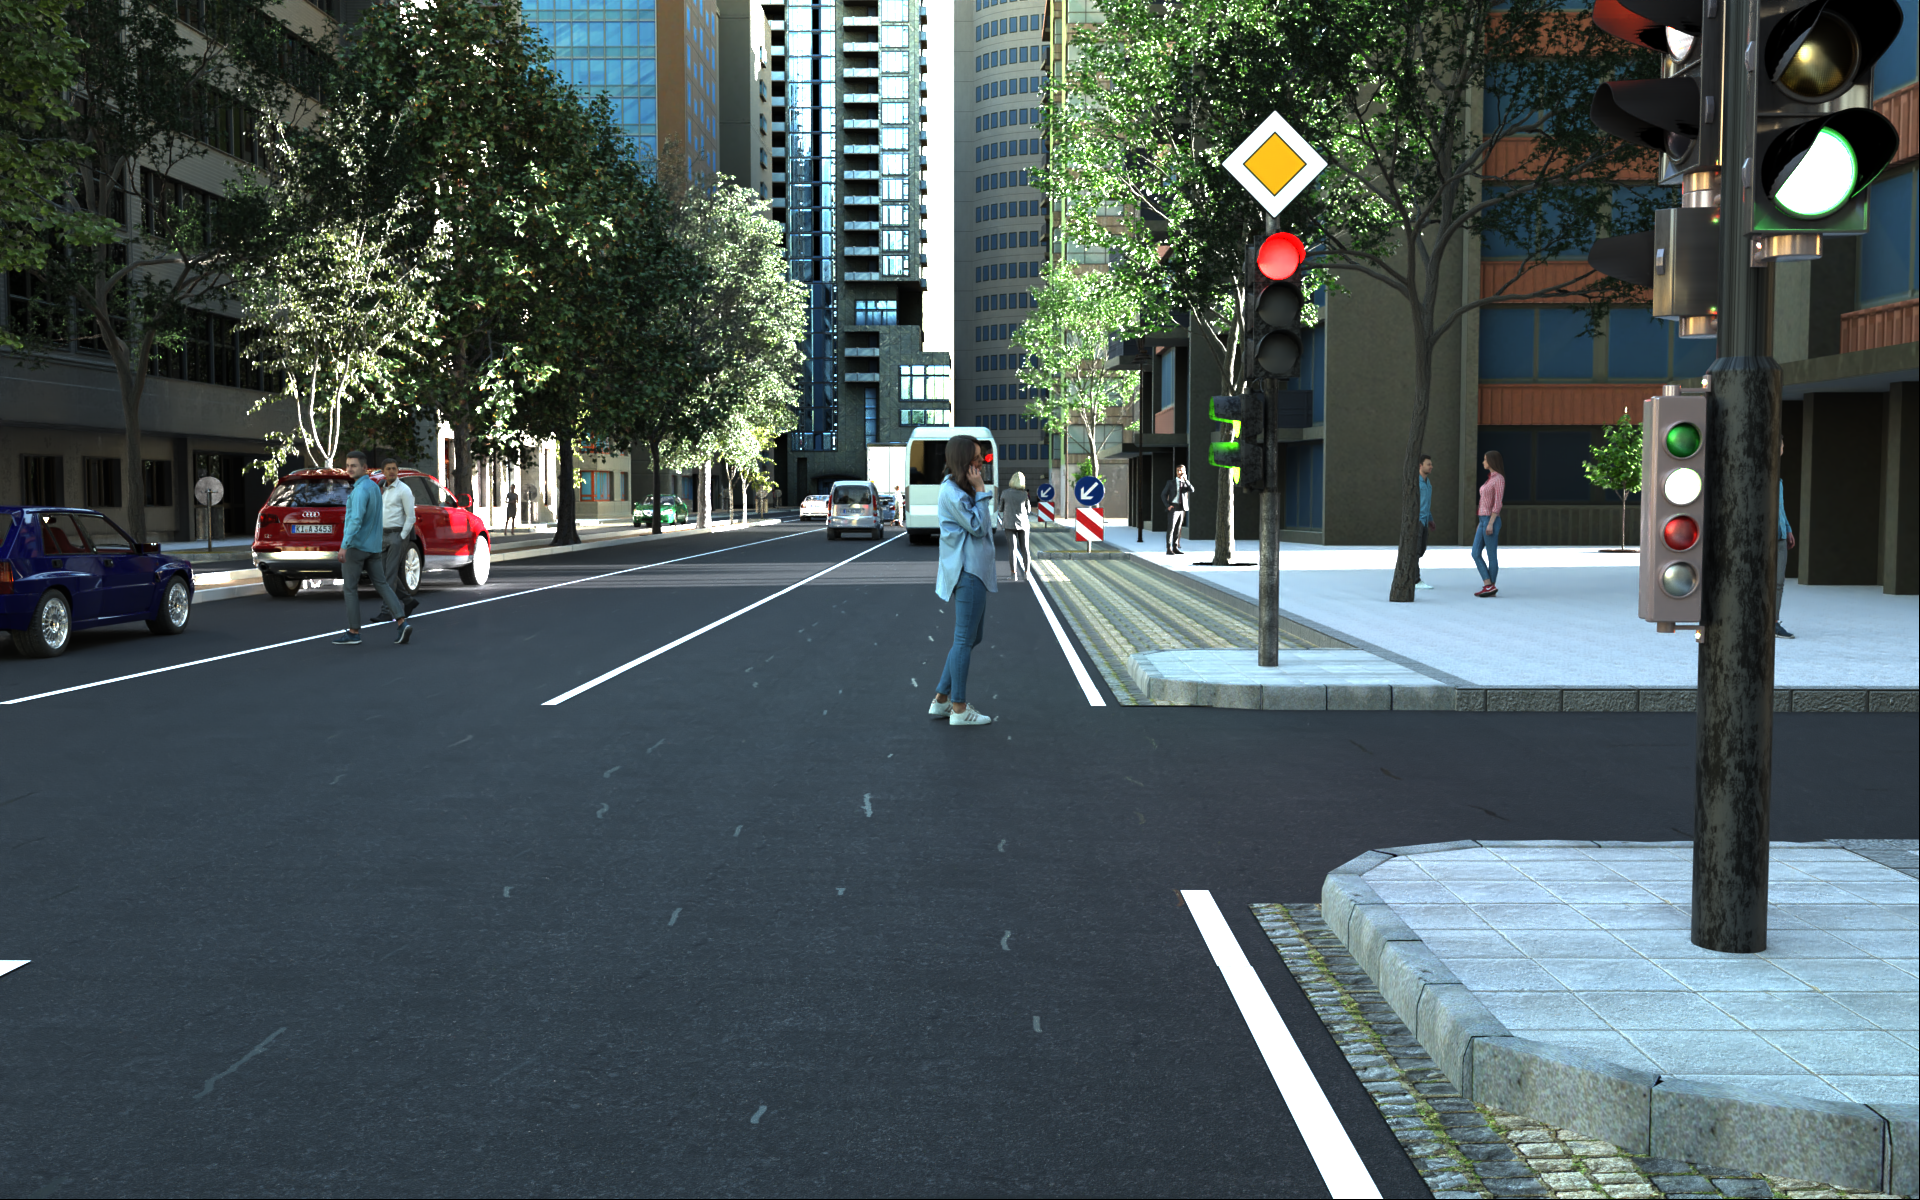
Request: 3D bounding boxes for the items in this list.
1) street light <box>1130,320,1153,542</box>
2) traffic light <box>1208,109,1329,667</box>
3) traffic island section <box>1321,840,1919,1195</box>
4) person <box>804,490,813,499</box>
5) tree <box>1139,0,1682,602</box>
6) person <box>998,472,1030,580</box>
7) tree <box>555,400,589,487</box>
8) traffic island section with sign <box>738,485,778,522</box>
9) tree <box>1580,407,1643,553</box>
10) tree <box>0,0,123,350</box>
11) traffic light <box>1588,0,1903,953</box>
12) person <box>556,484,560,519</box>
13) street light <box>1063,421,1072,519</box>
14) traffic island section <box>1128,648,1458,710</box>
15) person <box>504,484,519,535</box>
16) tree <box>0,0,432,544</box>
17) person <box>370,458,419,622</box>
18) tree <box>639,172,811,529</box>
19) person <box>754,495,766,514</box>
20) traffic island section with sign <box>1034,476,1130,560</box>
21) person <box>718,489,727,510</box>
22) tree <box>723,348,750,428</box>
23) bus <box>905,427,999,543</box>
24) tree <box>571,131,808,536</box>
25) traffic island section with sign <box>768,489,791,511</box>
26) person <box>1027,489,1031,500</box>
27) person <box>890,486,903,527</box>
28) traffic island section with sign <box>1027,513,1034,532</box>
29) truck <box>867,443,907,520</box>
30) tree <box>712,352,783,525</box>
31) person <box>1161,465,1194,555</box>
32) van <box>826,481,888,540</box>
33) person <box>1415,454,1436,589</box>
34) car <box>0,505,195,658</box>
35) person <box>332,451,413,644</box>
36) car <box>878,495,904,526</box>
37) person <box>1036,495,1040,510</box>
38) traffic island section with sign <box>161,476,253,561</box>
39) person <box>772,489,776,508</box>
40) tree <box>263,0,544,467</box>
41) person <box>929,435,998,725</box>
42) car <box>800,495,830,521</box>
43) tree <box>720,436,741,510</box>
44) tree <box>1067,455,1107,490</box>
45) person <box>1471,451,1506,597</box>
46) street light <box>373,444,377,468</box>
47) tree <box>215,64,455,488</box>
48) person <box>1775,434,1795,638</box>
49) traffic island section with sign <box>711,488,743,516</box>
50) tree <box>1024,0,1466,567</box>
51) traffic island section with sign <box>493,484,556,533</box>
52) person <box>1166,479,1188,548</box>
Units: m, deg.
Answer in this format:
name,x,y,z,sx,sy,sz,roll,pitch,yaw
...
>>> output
name,x,y,z,sx,sy,sz,roll,pitch,yaw
street light,4.800,-4.476,45.972,0.468,5.910,1.993,0,4,1
traffic light,2.284,-1.462,12.825,0.839,4.253,0.868,0,4,1
traffic island section,2.203,1.060,4.954,2.009,0.180,2.903,0,4,1
person,-13.622,-9.090,157.250,1.348,1.807,0.705,1,4,20
tree,5.559,-5.244,20.154,7.601,10.594,8.767,2,4,31
person,0.911,-1.242,28.989,0.537,1.800,0.526,0,4,5
tree,-18.871,-8.046,81.908,4.737,8.622,4.395,0,3,0
traffic island section with sign,-10.145,-4.881,87.933,2.006,1.907,1.989,0,4,1
tree,14.727,-2.662,38.118,1.663,3.219,1.824,0,3,0
tree,-11.337,-5.808,15.551,7.486,12.596,7.792,0,3,0
traffic light,0.070,-1.839,4.731,4.771,5.953,1.251,0,4,1
person,-20.630,-5.036,88.497,0.853,1.813,0.709,-1,4,-14
street light,5.389,-7.014,87.467,0.468,5.910,1.993,0,4,1
traffic island section,2.323,0.571,12.938,2.009,0.180,2.903,0,4,1
person,-15.540,-3.131,60.027,0.599,1.781,0.374,-2,4,-32
tree,-11.157,-5.308,23.659,8.767,10.594,7.601,0,4,1
person,-6.430,-0.671,19.577,0.679,1.850,0.850,2,4,24
tree,-10.353,-9.810,69.504,9.857,13.997,8.962,0,3,0
person,-14.546,-7.190,126.052,0.705,1.824,1.348,2,4,35
traffic island section with sign,2.714,-1.823,38.426,1.989,1.847,2.006,0,4,1
person,-19.009,-8.134,139.768,1.217,1.736,0.721,1,4,21
tree,-10.869,-7.840,47.646,9.611,12.733,9.660,0,3,0
bus,-0.319,-3.621,54.060,2.948,3.499,13.247,0,4,-1
tree,-10.304,-8.910,58.504,12.009,13.543,11.850,0,3,0
traffic island section with sign,-15.031,-8.227,143.138,1.989,1.847,2.006,0,4,1
person,6.401,-9.411,160.599,0.721,1.739,1.217,-1,4,-11
person,-2.738,-4.040,74.784,0.641,1.798,0.478,1,4,10
traffic island section with sign,3.110,-3.471,65.379,1.989,1.847,2.006,0,4,1
truck,-3.665,-6.792,99.962,2.839,4.237,11.283,0,4,2
tree,-10.200,-7.893,81.877,4.737,8.622,4.395,0,3,0
person,4.625,-1.915,36.719,0.648,1.900,0.474,-2,4,-31
van,-3.317,-2.951,55.266,2.013,2.044,4.112,0,3,0
person,6.195,-1.072,23.594,0.620,1.820,0.660,2,4,32
car,-8.808,-0.238,16.479,1.945,1.354,3.894,0,4,-1
person,-5.633,-0.497,16.481,0.748,1.841,0.638,1,4,14
car,-3.553,-4.094,78.936,2.014,1.417,4.499,0,4,-1
person,6.397,-8.310,142.629,0.721,1.735,1.217,0,4,-8
traffic island section with sign,-16.622,-1.786,37.834,1.989,1.847,2.006,0,4,1
person,-17.069,-9.360,159.794,0.721,1.743,1.217,0,4,-5
tree,-10.769,-7.209,37.336,9.611,12.733,9.660,0,3,0
person,0.008,-0.123,10.784,0.793,1.790,0.793,-2,4,-29
car,-7.531,-4.944,93.195,2.083,1.381,4.827,0,4,1
tree,-18.464,-11.355,136.014,4.360,8.622,3.978,0,3,0
tree,6.288,-5.495,84.451,1.663,3.219,1.824,0,3,0
person,6.592,-0.952,21.626,0.388,1.821,0.555,-1,4,-10
street light,-18.664,-5.041,55.213,0.468,5.910,1.993,0,4,1
tree,-10.874,-4.707,29.784,4.360,8.622,3.978,0,3,0
person,7.207,-0.594,15.624,0.638,1.841,0.748,-1,4,-23
traffic island section with sign,-15.442,-6.521,115.254,1.989,1.847,2.006,0,4,1
tree,4.921,-6.423,30.773,9.928,11.665,9.643,0,3,0
traffic island section with sign,-16.208,-3.435,64.786,1.989,1.847,2.006,0,4,1
person,5.149,-2.116,40.984,0.599,1.781,0.374,-1,4,-14
